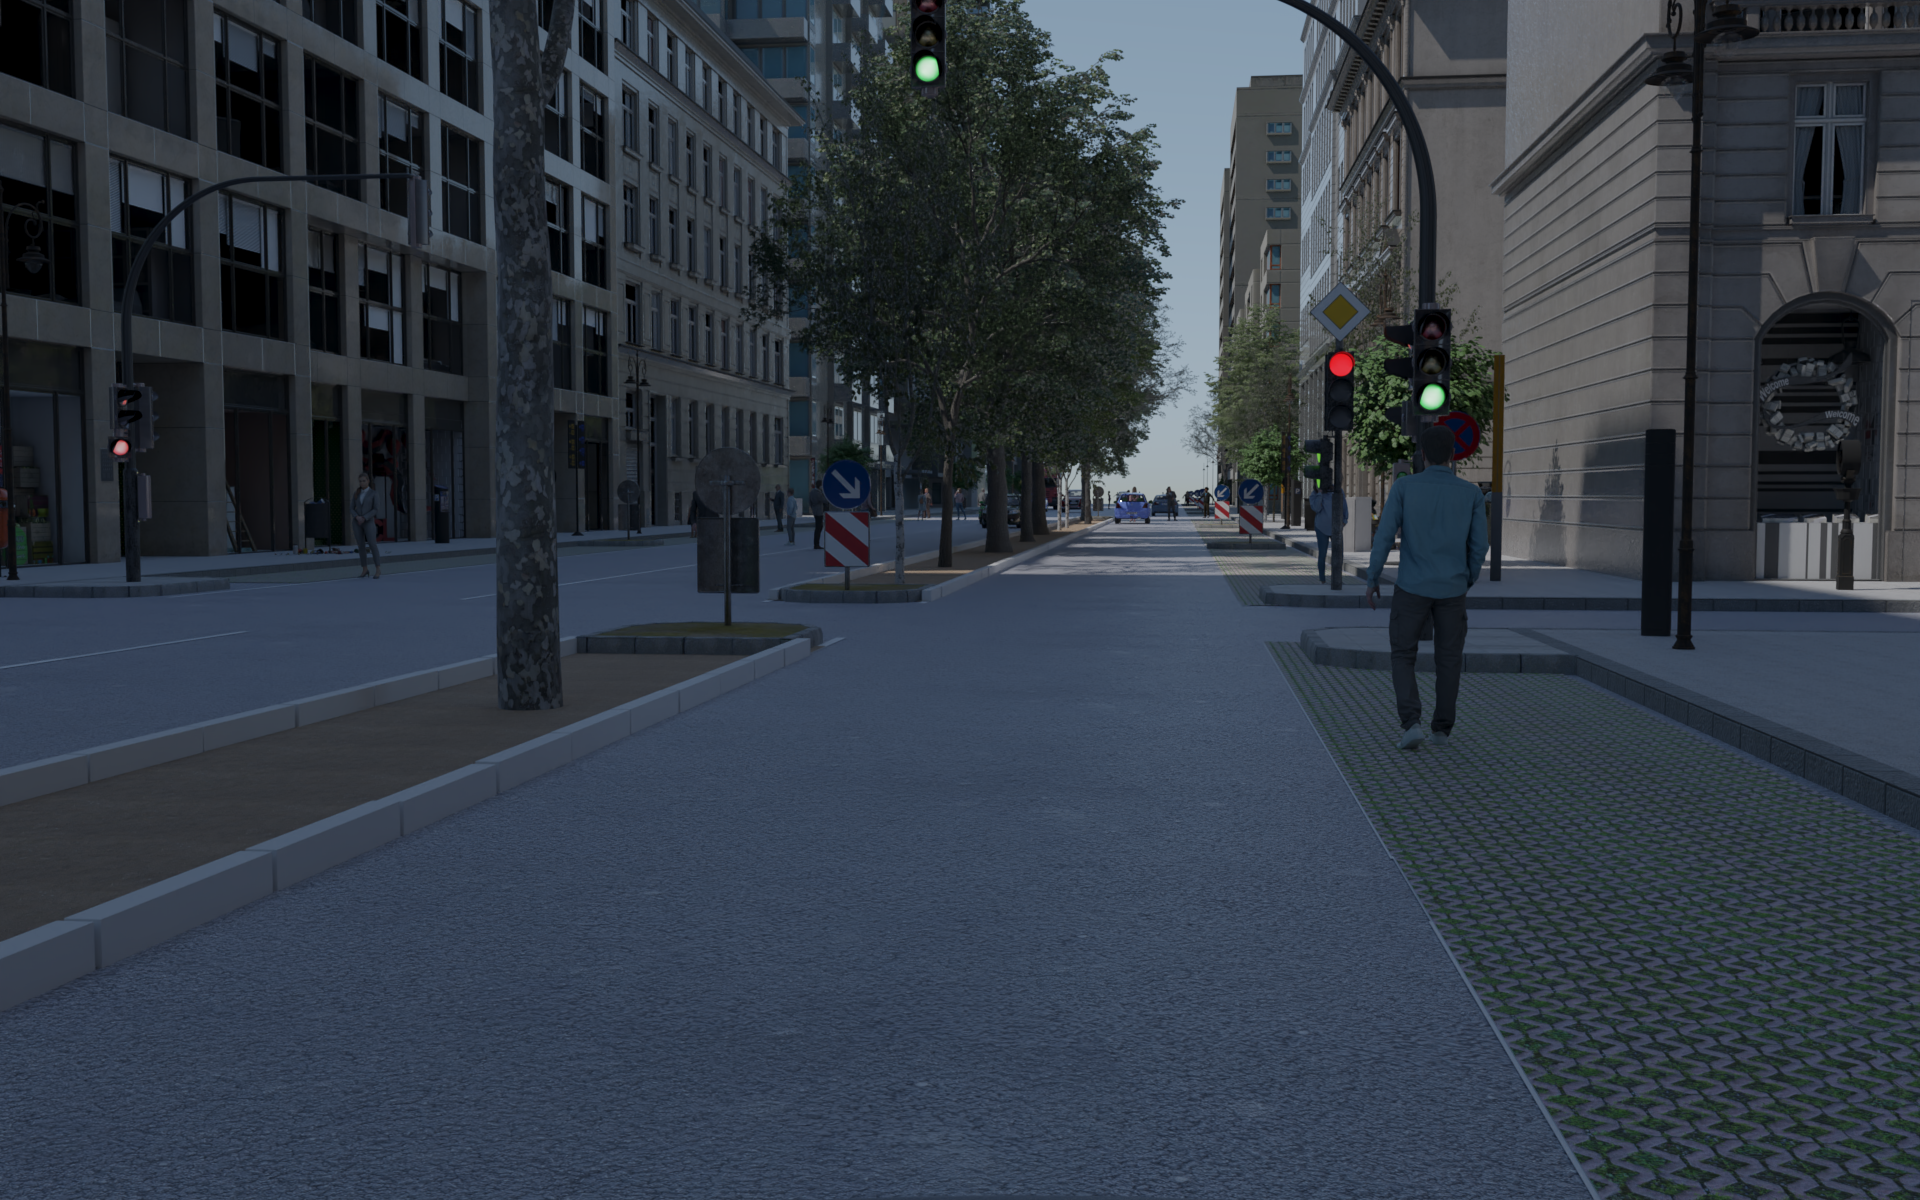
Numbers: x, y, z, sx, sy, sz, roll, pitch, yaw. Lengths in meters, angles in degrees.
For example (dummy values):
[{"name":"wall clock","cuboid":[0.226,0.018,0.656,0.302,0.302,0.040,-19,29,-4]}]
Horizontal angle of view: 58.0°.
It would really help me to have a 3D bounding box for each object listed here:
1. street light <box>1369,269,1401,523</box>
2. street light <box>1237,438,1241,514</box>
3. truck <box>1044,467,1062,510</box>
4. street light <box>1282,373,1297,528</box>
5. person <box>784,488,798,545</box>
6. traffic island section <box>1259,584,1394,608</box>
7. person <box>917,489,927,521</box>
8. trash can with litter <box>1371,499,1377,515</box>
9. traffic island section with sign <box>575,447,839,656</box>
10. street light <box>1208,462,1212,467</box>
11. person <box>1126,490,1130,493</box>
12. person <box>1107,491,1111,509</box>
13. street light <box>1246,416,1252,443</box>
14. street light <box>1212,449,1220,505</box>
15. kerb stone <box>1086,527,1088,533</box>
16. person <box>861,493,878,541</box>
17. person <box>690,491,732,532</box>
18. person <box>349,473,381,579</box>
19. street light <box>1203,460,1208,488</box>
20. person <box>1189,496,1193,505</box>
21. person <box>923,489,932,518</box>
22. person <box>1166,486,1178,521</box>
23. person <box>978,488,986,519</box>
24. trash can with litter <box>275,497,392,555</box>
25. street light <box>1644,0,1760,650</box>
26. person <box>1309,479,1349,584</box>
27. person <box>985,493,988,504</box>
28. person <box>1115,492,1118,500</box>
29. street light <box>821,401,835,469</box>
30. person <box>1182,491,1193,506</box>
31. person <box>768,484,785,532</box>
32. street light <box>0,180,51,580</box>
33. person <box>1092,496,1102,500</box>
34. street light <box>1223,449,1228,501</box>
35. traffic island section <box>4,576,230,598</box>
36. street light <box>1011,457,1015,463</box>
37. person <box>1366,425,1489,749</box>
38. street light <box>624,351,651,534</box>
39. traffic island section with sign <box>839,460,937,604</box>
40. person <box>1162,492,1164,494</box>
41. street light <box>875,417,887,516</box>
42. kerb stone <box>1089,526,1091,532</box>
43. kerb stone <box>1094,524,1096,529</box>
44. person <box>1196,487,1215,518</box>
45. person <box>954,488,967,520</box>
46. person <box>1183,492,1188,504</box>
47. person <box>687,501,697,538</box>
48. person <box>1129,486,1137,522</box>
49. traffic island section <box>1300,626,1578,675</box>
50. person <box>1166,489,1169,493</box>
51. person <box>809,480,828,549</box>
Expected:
[{"name":"street light","cuboid":[8.737,-3.849,35.719,0.468,5.910,1.993,0,4,7]},{"name":"street light","cuboid":[18.255,-8.603,113.441,0.468,5.910,1.993,0,4,7]},{"name":"truck","cuboid":[8.044,-10.505,160.663,2.839,4.237,11.283,0,4,5]},{"name":"street light","cuboid":[12.427,-5.664,65.402,0.468,5.910,1.993,0,4,7]},{"name":"person","cuboid":[-4.736,-2.338,48.543,0.330,1.601,0.589,1,4,19]},{"name":"traffic island section","cuboid":[5.061,-0.056,23.191,2.009,0.180,2.903,0,4,7]},{"name":"person","cuboid":[-2.041,-5.074,92.457,0.512,1.701,0.522,0,4,2]},{"name":"trash can with litter","cuboid":[10.235,-2.011,44.269,0.624,1.170,1.055,-1,4,-9]},{"name":"traffic island section with sign","cuboid":[-2.345,-0.499,16.301,2.006,1.907,1.989,0,4,7]},{"name":"street light","cuboid":[28.567,-13.630,195.645,0.468,5.910,1.993,0,4,7]},{"name":"person","cuboid":[12.080,-6.984,123.410,0.721,1.743,1.217,-3,5,-42]},{"name":"person","cuboid":[14.170,-9.441,163.550,0.721,1.739,1.217,1,4,10]},{"name":"street light","cuboid":[15.999,-7.500,95.420,0.468,5.910,1.993,0,4,7]},{"name":"street light","cuboid":[25.717,-12.247,173.033,0.468,5.910,1.993,0,4,7]},{"name":"kerb stone","cuboid":[4.414,-2.448,62.212,0.120,0.150,1.000,0,4,7]},{"name":"person","cuboid":[-2.840,-2.642,52.286,0.593,1.750,0.643,3,4,38]},{"name":"person","cuboid":[-4.107,-1.223,28.269,0.659,1.850,0.755,1,4,9]},{"name":"person","cuboid":[-10.126,-1.265,29.451,0.520,1.790,0.573,-1,4,-12]},{"name":"street light","cuboid":[32.243,-15.479,225.867,0.468,5.910,1.993,0,4,7]},{"name":"person","cuboid":[27.467,-11.888,206.049,0.799,1.438,0.628,2,4,27]},{"name":"person","cuboid":[-1.996,-5.711,102.431,0.434,1.755,0.990,-3,5,-40]},{"name":"person","cuboid":[11.414,-5.203,93.374,0.655,1.846,0.447,0,4,2]},{"name":"person","cuboid":[1.339,-5.504,98.894,0.834,1.777,0.661,-3,5,-43]},{"name":"trash can with litter","cuboid":[-13.400,-1.595,37.137,2.233,1.210,1.678,0,4,-7]},{"name":"street light","cuboid":[5.993,-2.531,14.165,0.468,5.910,1.993,0,4,7]},{"name":"person","cuboid":[5.465,-1.029,25.589,0.793,1.790,0.793,-3,5,-40]},{"name":"person","cuboid":[1.485,-4.308,79.334,0.661,1.777,0.834,1,4,12]},{"name":"person","cuboid":[22.922,-14.869,252.394,1.217,1.735,0.721,0,4,-6]},{"name":"street light","cuboid":[-6.547,-6.918,85.899,0.468,5.910,1.993,0,4,7]},{"name":"person","cuboid":[26.508,-11.819,201.749,1.348,1.823,0.705,1,4,9]},{"name":"person","cuboid":[-6.912,-3.466,65.348,0.590,1.801,0.661,-2,4,-33]},{"name":"street light","cuboid":[-14.135,-3.235,25.678,0.468,5.910,1.993,0,4,7]},{"name":"person","cuboid":[11.772,-8.551,148.442,1.348,1.807,0.705,-3,5,-41]},{"name":"street light","cuboid":[22.025,-10.432,143.350,0.468,5.910,1.993,0,4,7]},{"name":"traffic island section","cuboid":[-12.099,-0.186,25.315,2.009,0.180,2.903,0,4,7]},{"name":"street light","cuboid":[5.673,-12.988,185.144,0.468,5.910,1.993,0,4,7]},{"name":"person","cuboid":[2.643,-0.077,9.776,0.660,1.820,0.620,0,4,3]},{"name":"street light","cuboid":[-10.391,-5.085,55.921,0.468,5.910,1.993,0,4,7]},{"name":"traffic island section with sign","cuboid":[-1.424,-0.949,23.650,2.006,1.907,1.989,0,4,7]},{"name":"person","cuboid":[27.531,-13.772,234.617,0.756,1.711,0.436,0,3,0]},{"name":"street light","cuboid":[-4.638,-7.899,101.936,0.468,5.910,1.993,0,4,7]},{"name":"kerb stone","cuboid":[4.675,-2.571,64.239,0.120,0.150,1.000,0,4,7]},{"name":"kerb stone","cuboid":[5.168,-2.817,68.303,0.120,0.150,1.000,0,4,7]},{"name":"person","cuboid":[14.672,-5.812,103.163,1.348,1.869,0.705,3,5,44]},{"name":"person","cuboid":[0.050,-5.311,95.932,0.593,1.750,0.643,-3,5,-41]},{"name":"person","cuboid":[30.641,-13.795,234.598,0.990,1.755,0.434,1,4,20]},{"name":"person","cuboid":[-8.724,-2.647,56.448,0.362,1.253,0.373,-3,5,-41]},{"name":"person","cuboid":[8.942,-4.912,88.813,0.555,1.821,0.388,-1,4,-19]},{"name":"traffic island section","cuboid":[4.079,0.429,15.266,2.009,0.180,2.903,0,4,7]},{"name":"person","cuboid":[15.740,-7.541,131.426,1.348,1.869,0.705,3,5,41]},{"name":"person","cuboid":[-3.668,-2.226,45.074,0.473,1.802,0.592,-1,4,-13]}]
